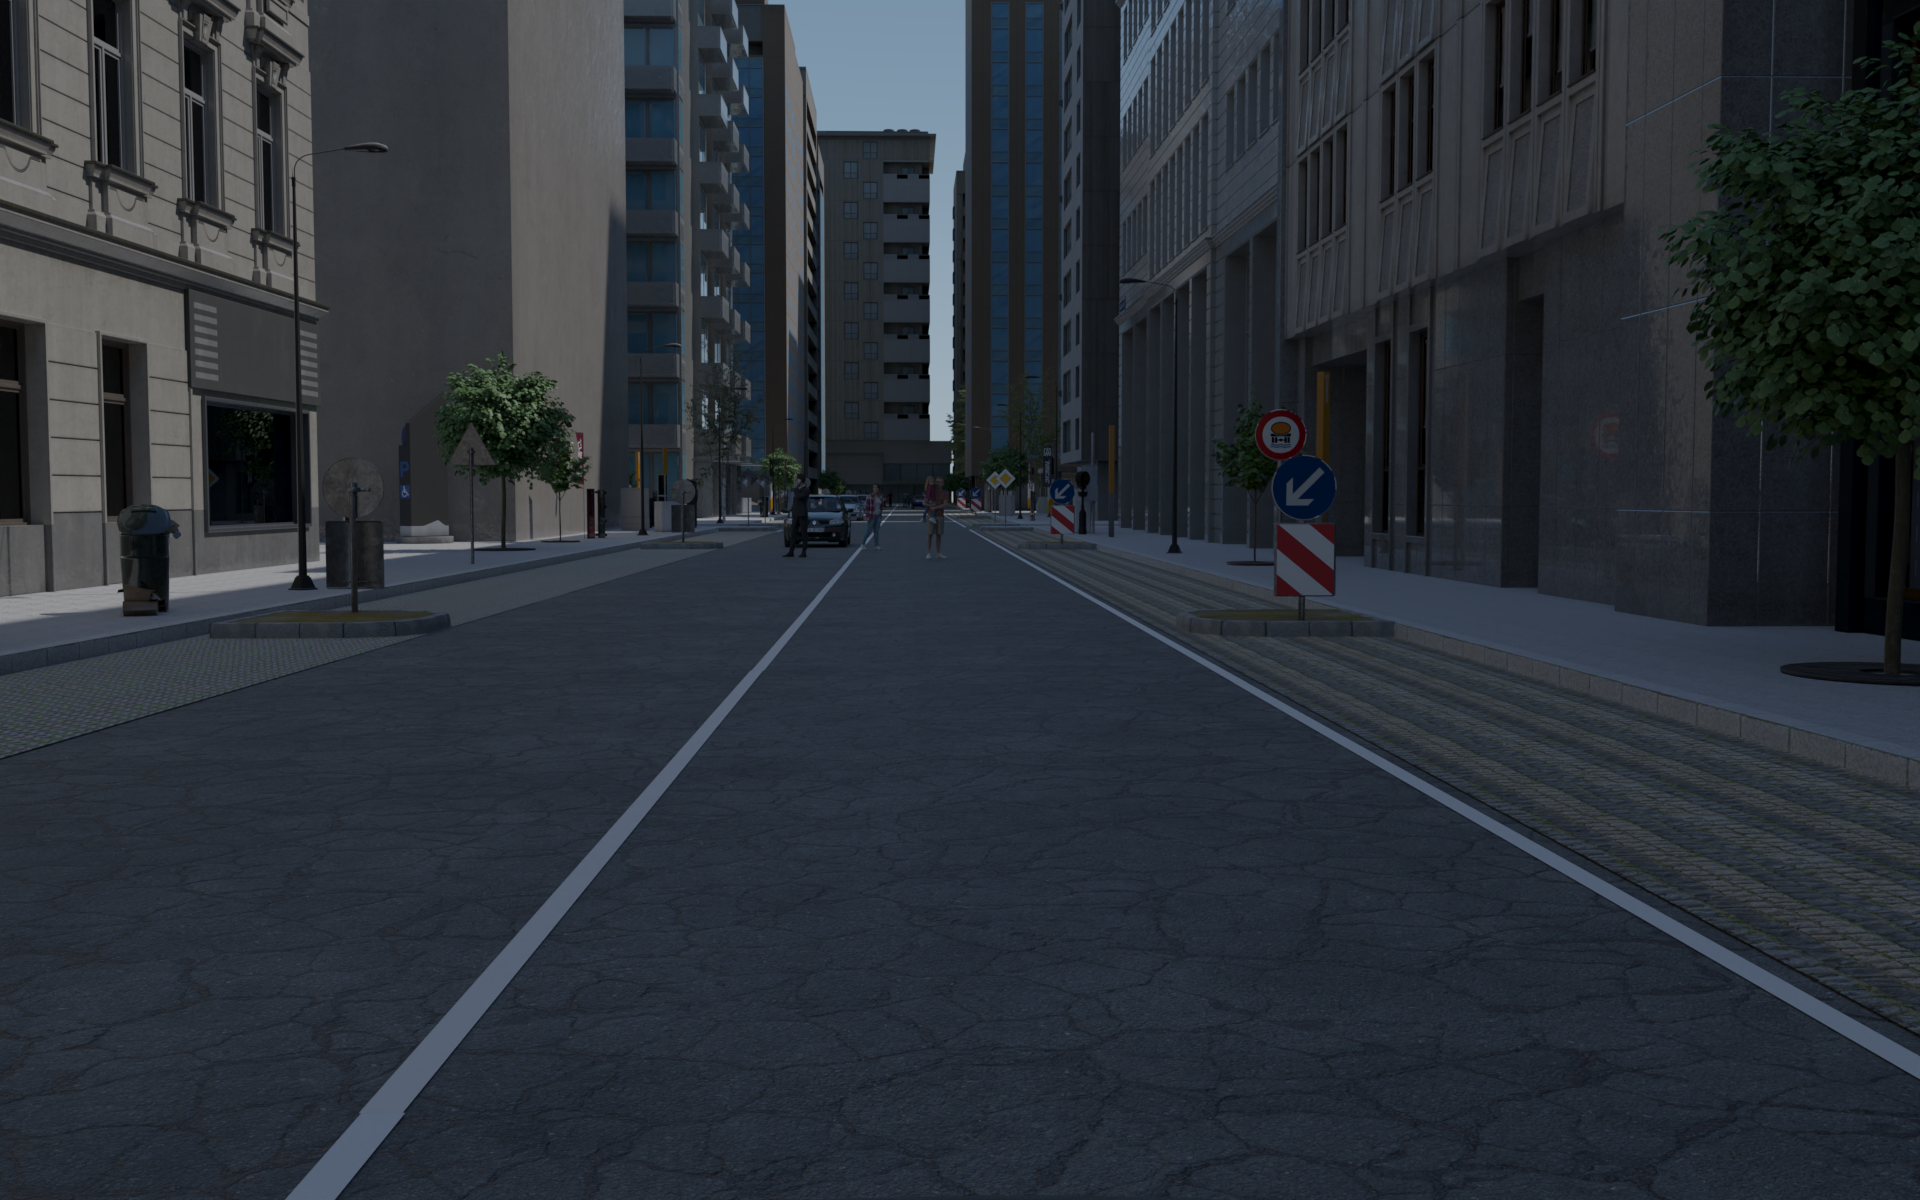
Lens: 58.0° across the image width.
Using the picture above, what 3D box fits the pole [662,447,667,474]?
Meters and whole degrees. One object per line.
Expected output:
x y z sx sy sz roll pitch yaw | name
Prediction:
-12.906 -5.012 75.785 0.158 3.312 0.155 0 3 0 | pole

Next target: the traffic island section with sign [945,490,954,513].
-0.036 -7.309 128.129 1.989 1.847 2.006 0 4 -2 | traffic island section with sign

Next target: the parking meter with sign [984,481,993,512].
1.976 -7.704 122.224 0.543 3.016 1.738 -1 4 -12 | parking meter with sign

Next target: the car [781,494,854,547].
-3.931 -2.340 48.044 2.009 1.686 4.222 0 4 -2 | car

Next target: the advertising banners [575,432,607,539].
-10.625 -3.283 49.866 0.090 3.025 2.074 1 4 12 | advertising banners

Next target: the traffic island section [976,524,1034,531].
1.805 -2.793 67.947 2.009 0.180 2.903 0 4 -2 | traffic island section

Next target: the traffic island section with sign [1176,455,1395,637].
3.338 -0.587 18.221 1.989 1.847 2.006 0 4 -2 | traffic island section with sign

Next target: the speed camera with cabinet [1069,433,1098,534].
4.009 -3.801 56.488 0.660 3.252 2.038 0 4 -7 | speed camera with cabinet

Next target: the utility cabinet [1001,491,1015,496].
3.266 -6.664 117.643 0.318 1.500 1.173 -3 5 -39 | utility cabinet

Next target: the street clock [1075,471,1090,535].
3.892 -3.080 54.920 0.358 2.002 0.471 3 5 44 | street clock

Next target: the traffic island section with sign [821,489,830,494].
-9.782 -7.250 127.169 1.989 1.847 2.006 0 4 -2 | traffic island section with sign

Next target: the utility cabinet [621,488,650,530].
-11.366 -3.176 60.612 1.173 1.500 0.318 3 5 39 | utility cabinet

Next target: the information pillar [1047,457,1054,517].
5.051 -6.413 96.213 0.504 3.616 0.183 -3 5 -44 | information pillar

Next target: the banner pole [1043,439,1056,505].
4.096 -5.413 78.527 0.863 3.779 0.401 2 4 34 | banner pole

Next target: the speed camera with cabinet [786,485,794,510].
-13.105 -8.484 133.044 0.660 3.252 2.038 1 4 19 | speed camera with cabinet

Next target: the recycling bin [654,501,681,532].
-9.895 -2.819 58.646 0.722 1.027 0.722 -2 4 -29 | recycling bin

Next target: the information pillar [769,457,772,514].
-12.041 -7.291 110.567 0.183 3.616 0.504 1 4 12 | information pillar

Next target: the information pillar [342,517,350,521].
-14.854 -2.301 42.107 0.304 2.012 0.304 -2 4 -24 | information pillar

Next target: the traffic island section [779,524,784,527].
-8.527 -3.263 75.624 2.009 0.180 2.903 0 4 -2 | traffic island section

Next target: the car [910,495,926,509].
-3.822 -9.426 166.700 1.945 1.354 3.894 0 4 -3 | car

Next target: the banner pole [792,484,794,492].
-14.269 -9.694 148.512 0.401 3.779 0.863 -2 4 -29 | banner pole

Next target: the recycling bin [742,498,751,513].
-14.378 -6.281 115.254 0.722 1.027 0.722 -3 5 -41 | recycling bin

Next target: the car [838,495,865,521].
-6.110 -4.963 93.148 2.014 1.417 4.499 0 4 0 | car

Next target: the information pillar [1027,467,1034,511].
5.339 -8.525 130.738 0.504 3.616 0.183 -1 4 -13 | information pillar

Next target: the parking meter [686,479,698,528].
-10.178 -3.676 65.814 0.399 1.863 0.255 0 4 4 | parking meter

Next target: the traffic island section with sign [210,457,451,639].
-6.438 -0.575 18.026 1.989 1.847 2.006 0 4 -2 | traffic island section with sign

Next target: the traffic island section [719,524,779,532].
-8.282 -2.774 67.643 2.009 0.180 2.903 0 4 -2 | traffic island section

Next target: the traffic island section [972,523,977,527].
1.560 -3.281 75.928 2.009 0.180 2.903 0 4 -2 | traffic island section

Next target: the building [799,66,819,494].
-26.742 -34.564 188.828 21.300 48.544 21.600 0 4 -2 | building

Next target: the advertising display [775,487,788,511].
-13.247 -7.546 128.596 0.974 1.923 0.123 1 4 17 | advertising display

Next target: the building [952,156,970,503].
9.665 -38.096 246.572 21.600 48.544 21.300 0 4 -2 | building

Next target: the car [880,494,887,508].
-8.618 -10.482 180.423 2.155 1.783 4.494 0 4 -1 | car

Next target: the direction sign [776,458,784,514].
-11.587 -7.252 110.568 0.379 3.537 0.876 0 4 -8 | direction sign

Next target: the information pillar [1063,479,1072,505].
5.162 -4.823 83.342 0.304 2.012 0.304 -3 4 -37 | information pillar

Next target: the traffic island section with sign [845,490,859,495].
-11.331 -10.326 177.451 1.989 1.847 2.006 0 4 -2 | traffic island section with sign

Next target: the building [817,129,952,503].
-15.212 -40.362 249.162 27.495 52.752 28.713 0 4 -2 | building

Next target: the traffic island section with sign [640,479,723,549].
-7.276 -2.258 45.552 1.989 1.847 2.006 0 4 -2 | traffic island section with sign

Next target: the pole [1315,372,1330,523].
6.067 -2.150 28.989 0.158 3.312 0.155 0 3 0 | pole

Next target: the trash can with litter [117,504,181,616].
-8.705 -0.440 18.589 0.624 1.170 1.055 -1 4 -23 | trash can with litter

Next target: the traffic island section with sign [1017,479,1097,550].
2.501 -2.245 45.337 1.989 1.847 2.006 0 4 -2 | traffic island section with sign

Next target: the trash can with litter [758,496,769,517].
-10.870 -5.155 95.667 0.624 1.170 1.055 0 4 -6 | trash can with litter

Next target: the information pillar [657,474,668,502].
-10.921 -3.615 63.591 0.304 2.012 0.304 0 4 5 | information pillar

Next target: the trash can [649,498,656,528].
-11.809 -3.274 65.180 0.748 1.137 0.748 0 3 0 | trash can

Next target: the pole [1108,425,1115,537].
4.509 -3.528 51.529 0.158 3.312 0.155 0 3 0 | pole

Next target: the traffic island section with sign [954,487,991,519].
0.795 -5.648 100.972 1.989 1.847 2.006 0 4 -2 | traffic island section with sign

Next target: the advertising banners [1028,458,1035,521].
3.424 -5.302 82.878 0.090 3.025 2.074 0 4 -6 | advertising banners

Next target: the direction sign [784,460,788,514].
-11.551 -7.472 114.170 0.379 3.537 0.876 0 4 3 | direction sign

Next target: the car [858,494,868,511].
-7.182 -7.126 128.520 2.014 1.417 4.499 0 4 0 | car

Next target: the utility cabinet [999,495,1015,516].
2.754 -5.536 101.677 1.020 1.237 0.306 3 5 43 | utility cabinet

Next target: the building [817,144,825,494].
-24.366 -34.646 216.572 14.200 45.320 14.600 0 4 -2 | building

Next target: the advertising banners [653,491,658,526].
-12.452 -4.350 67.314 2.074 3.025 0.090 -1 4 -10 | advertising banners

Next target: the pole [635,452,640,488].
-15.541 -5.487 83.563 0.158 3.312 0.155 0 3 0 | pole

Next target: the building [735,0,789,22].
-22.189 -31.003 157.010 14.600 45.320 14.200 0 4 -2 | building
